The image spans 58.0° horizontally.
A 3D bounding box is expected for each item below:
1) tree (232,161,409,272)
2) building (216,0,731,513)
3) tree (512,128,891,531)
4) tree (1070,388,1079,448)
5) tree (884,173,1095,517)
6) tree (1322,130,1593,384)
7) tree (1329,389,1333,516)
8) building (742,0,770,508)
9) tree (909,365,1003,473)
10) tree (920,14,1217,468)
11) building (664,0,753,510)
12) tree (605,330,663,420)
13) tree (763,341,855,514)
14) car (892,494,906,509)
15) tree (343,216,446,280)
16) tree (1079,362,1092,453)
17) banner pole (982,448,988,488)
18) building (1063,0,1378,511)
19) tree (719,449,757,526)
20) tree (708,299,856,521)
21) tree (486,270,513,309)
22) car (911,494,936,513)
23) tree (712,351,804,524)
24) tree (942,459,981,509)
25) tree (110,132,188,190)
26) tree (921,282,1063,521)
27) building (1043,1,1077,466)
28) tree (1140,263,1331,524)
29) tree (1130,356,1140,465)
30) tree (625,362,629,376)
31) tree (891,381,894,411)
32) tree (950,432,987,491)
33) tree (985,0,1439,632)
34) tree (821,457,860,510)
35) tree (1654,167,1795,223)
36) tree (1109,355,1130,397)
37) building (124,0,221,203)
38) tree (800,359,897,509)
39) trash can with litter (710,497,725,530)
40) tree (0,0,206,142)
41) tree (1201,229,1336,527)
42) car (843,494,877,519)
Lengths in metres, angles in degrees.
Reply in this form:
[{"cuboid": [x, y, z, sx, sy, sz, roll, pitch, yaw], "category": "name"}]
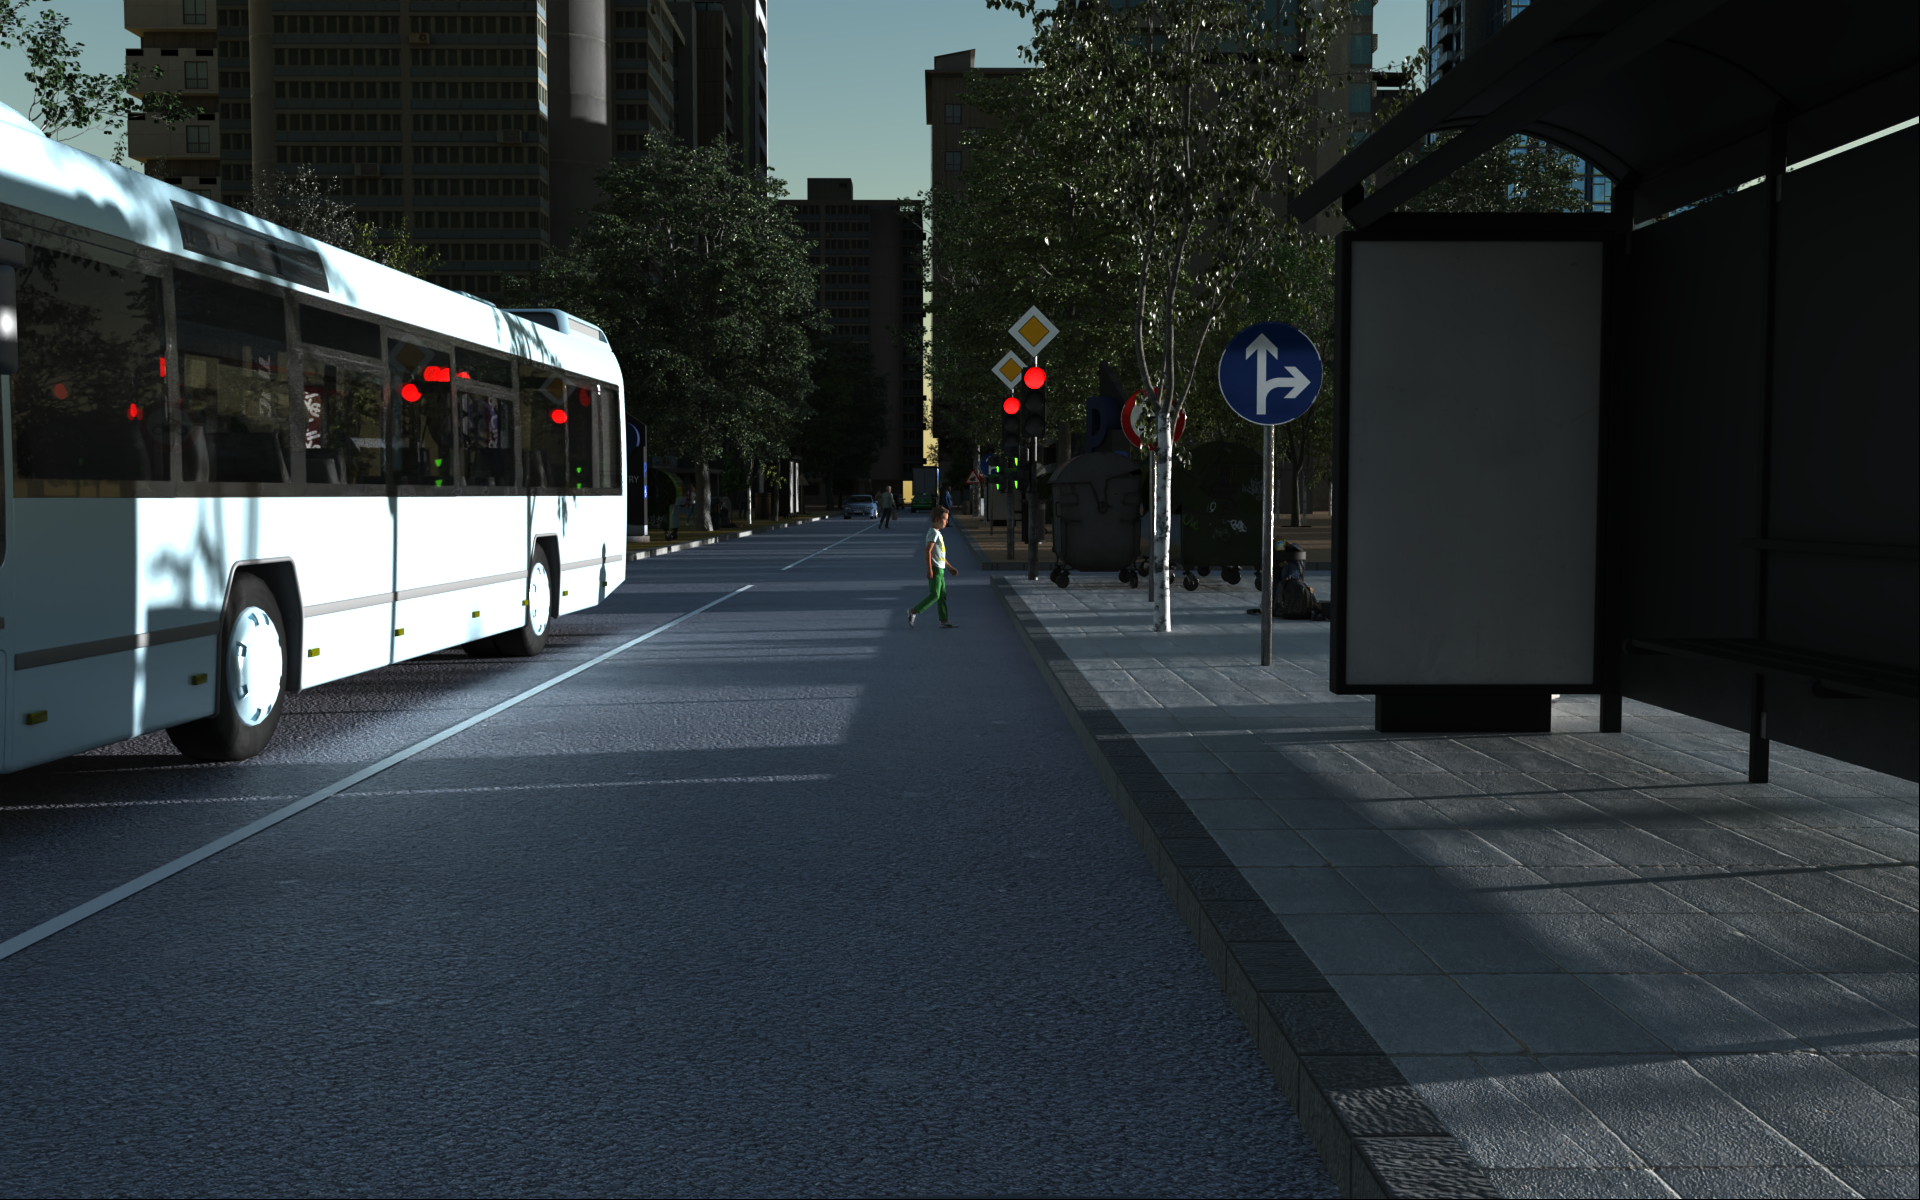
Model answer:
[{"cuboid": [-24.871, -9.412, 64.261, 12.009, 13.543, 11.850, 0, 3, 0], "category": "tree"}, {"cuboid": [-32.961, -26.190, 120.093, 32.217, 40.220, 23.993, 0, 4, -1], "category": "building"}, {"cuboid": [-9.007, -9.363, 59.748, 9.857, 13.997, 8.962, 0, 3, 0], "category": "tree"}, {"cuboid": [7.045, -8.539, 89.971, 4.737, 8.622, 4.395, 0, 3, 0], "category": "tree"}, {"cuboid": [1.807, -14.906, 99.603, 12.611, 20.169, 13.585, 0, 3, 0], "category": "tree"}, {"cuboid": [16.175, -9.186, 56.841, 9.857, 13.997, 8.962, 0, 3, 0], "category": "tree"}, {"cuboid": [14.894, -7.585, 74.372, 4.737, 8.622, 4.395, 0, 3, 0], "category": "tree"}, {"cuboid": [-32.726, -38.111, 165.110, 28.212, 58.520, 21.231, 0, 4, -1], "category": "building"}, {"cuboid": [0.771, -11.581, 123.769, 7.601, 10.594, 8.767, 3, 4, 37], "category": "tree"}, {"cuboid": [2.828, -7.543, 41.455, 7.486, 12.596, 7.792, 0, 3, 0], "category": "tree"}, {"cuboid": [-24.568, -27.864, 139.174, 14.154, 41.232, 14.086, 0, 4, -1], "category": "building"}, {"cuboid": [-20.642, -10.722, 101.068, 9.928, 11.665, 9.643, 0, 3, 0], "category": "tree"}, {"cuboid": [-10.244, -11.301, 110.533, 9.928, 11.665, 9.643, 0, 3, 0], "category": "tree"}, {"cuboid": [-6.209, -9.530, 166.044, 2.015, 1.641, 3.980, 0, 4, -1], "category": "car"}, {"cuboid": [-15.493, -5.824, 45.585, 4.737, 8.622, 4.395, 0, 3, 0], "category": "tree"}, {"cuboid": [8.433, -8.068, 82.272, 4.737, 8.622, 4.395, 0, 3, 0], "category": "tree"}, {"cuboid": [1.341, -6.195, 91.312, 0.401, 3.779, 0.863, 2, 4, 24], "category": "banner pole"}, {"cuboid": [19.985, -31.796, 139.478, 23.786, 49.044, 30.456, 0, 4, -1], "category": "building"}, {"cuboid": [-9.164, -4.558, 69.119, 1.663, 3.219, 1.824, 0, 3, 0], "category": "tree"}, {"cuboid": [-8.405, -9.006, 81.667, 7.601, 10.594, 8.767, -1, 4, -9], "category": "tree"}, {"cuboid": [-20.234, -11.032, 87.020, 9.857, 13.997, 8.962, 0, 3, 0], "category": "tree"}, {"cuboid": [-2.831, -7.617, 133.340, 1.959, 1.807, 4.718, 0, 4, 1], "category": "car"}, {"cuboid": [-8.942, -7.568, 74.099, 4.737, 8.622, 4.395, 0, 3, 0], "category": "tree"}, {"cuboid": [0.192, -9.935, 146.147, 4.285, 4.588, 4.351, 0, 3, 0], "category": "tree"}, {"cuboid": [-17.472, -5.251, 36.213, 4.360, 8.622, 3.978, 0, 3, 0], "category": "tree"}, {"cuboid": [1.697, -9.614, 82.942, 9.928, 11.665, 9.643, 0, 3, 0], "category": "tree"}, {"cuboid": [19.255, -33.145, 165.621, 21.300, 48.544, 21.600, 0, 4, -1], "category": "building"}, {"cuboid": [8.634, -6.402, 55.028, 4.737, 8.622, 4.395, 0, 3, 0], "category": "tree"}, {"cuboid": [8.737, -6.767, 61.003, 4.737, 8.622, 4.395, 0, 3, 0], "category": "tree"}, {"cuboid": [-15.521, -7.544, 73.707, 4.360, 8.622, 3.978, 0, 3, 0], "category": "tree"}, {"cuboid": [-9.946, -13.883, 133.634, 9.857, 13.997, 8.962, 0, 3, 0], "category": "tree"}, {"cuboid": [1.097, -11.114, 132.073, 4.737, 8.622, 4.395, 0, 3, 0], "category": "tree"}, {"cuboid": [2.117, -4.016, 16.017, 4.360, 8.622, 3.978, 0, 3, 0], "category": "tree"}, {"cuboid": [-9.852, -9.833, 144.487, 4.285, 4.588, 4.351, 0, 3, 0], "category": "tree"}, {"cuboid": [20.081, -6.870, 46.740, 8.767, 10.594, 7.601, 0, 4, 2], "category": "tree"}, {"cuboid": [9.012, -7.739, 76.895, 4.737, 8.622, 4.395, 0, 3, 0], "category": "tree"}, {"cuboid": [-60.592, -35.023, 161.864, 27.495, 52.752, 28.713, 0, 4, -1], "category": "building"}, {"cuboid": [-10.626, -14.873, 153.538, 12.009, 13.543, 11.850, 0, 3, 0], "category": "tree"}, {"cuboid": [-8.924, -3.100, 62.068, 0.624, 1.170, 1.055, 1, 4, 20], "category": "trash can with litter"}, {"cuboid": [-27.971, -11.761, 48.189, 12.611, 20.169, 13.585, 0, 3, 0], "category": "tree"}, {"cuboid": [13.106, -8.641, 67.038, 9.928, 11.665, 9.643, 0, 3, 0], "category": "tree"}, {"cuboid": [-5.732, -5.383, 100.012, 2.014, 1.417, 4.499, 0, 4, 0], "category": "car"}]
